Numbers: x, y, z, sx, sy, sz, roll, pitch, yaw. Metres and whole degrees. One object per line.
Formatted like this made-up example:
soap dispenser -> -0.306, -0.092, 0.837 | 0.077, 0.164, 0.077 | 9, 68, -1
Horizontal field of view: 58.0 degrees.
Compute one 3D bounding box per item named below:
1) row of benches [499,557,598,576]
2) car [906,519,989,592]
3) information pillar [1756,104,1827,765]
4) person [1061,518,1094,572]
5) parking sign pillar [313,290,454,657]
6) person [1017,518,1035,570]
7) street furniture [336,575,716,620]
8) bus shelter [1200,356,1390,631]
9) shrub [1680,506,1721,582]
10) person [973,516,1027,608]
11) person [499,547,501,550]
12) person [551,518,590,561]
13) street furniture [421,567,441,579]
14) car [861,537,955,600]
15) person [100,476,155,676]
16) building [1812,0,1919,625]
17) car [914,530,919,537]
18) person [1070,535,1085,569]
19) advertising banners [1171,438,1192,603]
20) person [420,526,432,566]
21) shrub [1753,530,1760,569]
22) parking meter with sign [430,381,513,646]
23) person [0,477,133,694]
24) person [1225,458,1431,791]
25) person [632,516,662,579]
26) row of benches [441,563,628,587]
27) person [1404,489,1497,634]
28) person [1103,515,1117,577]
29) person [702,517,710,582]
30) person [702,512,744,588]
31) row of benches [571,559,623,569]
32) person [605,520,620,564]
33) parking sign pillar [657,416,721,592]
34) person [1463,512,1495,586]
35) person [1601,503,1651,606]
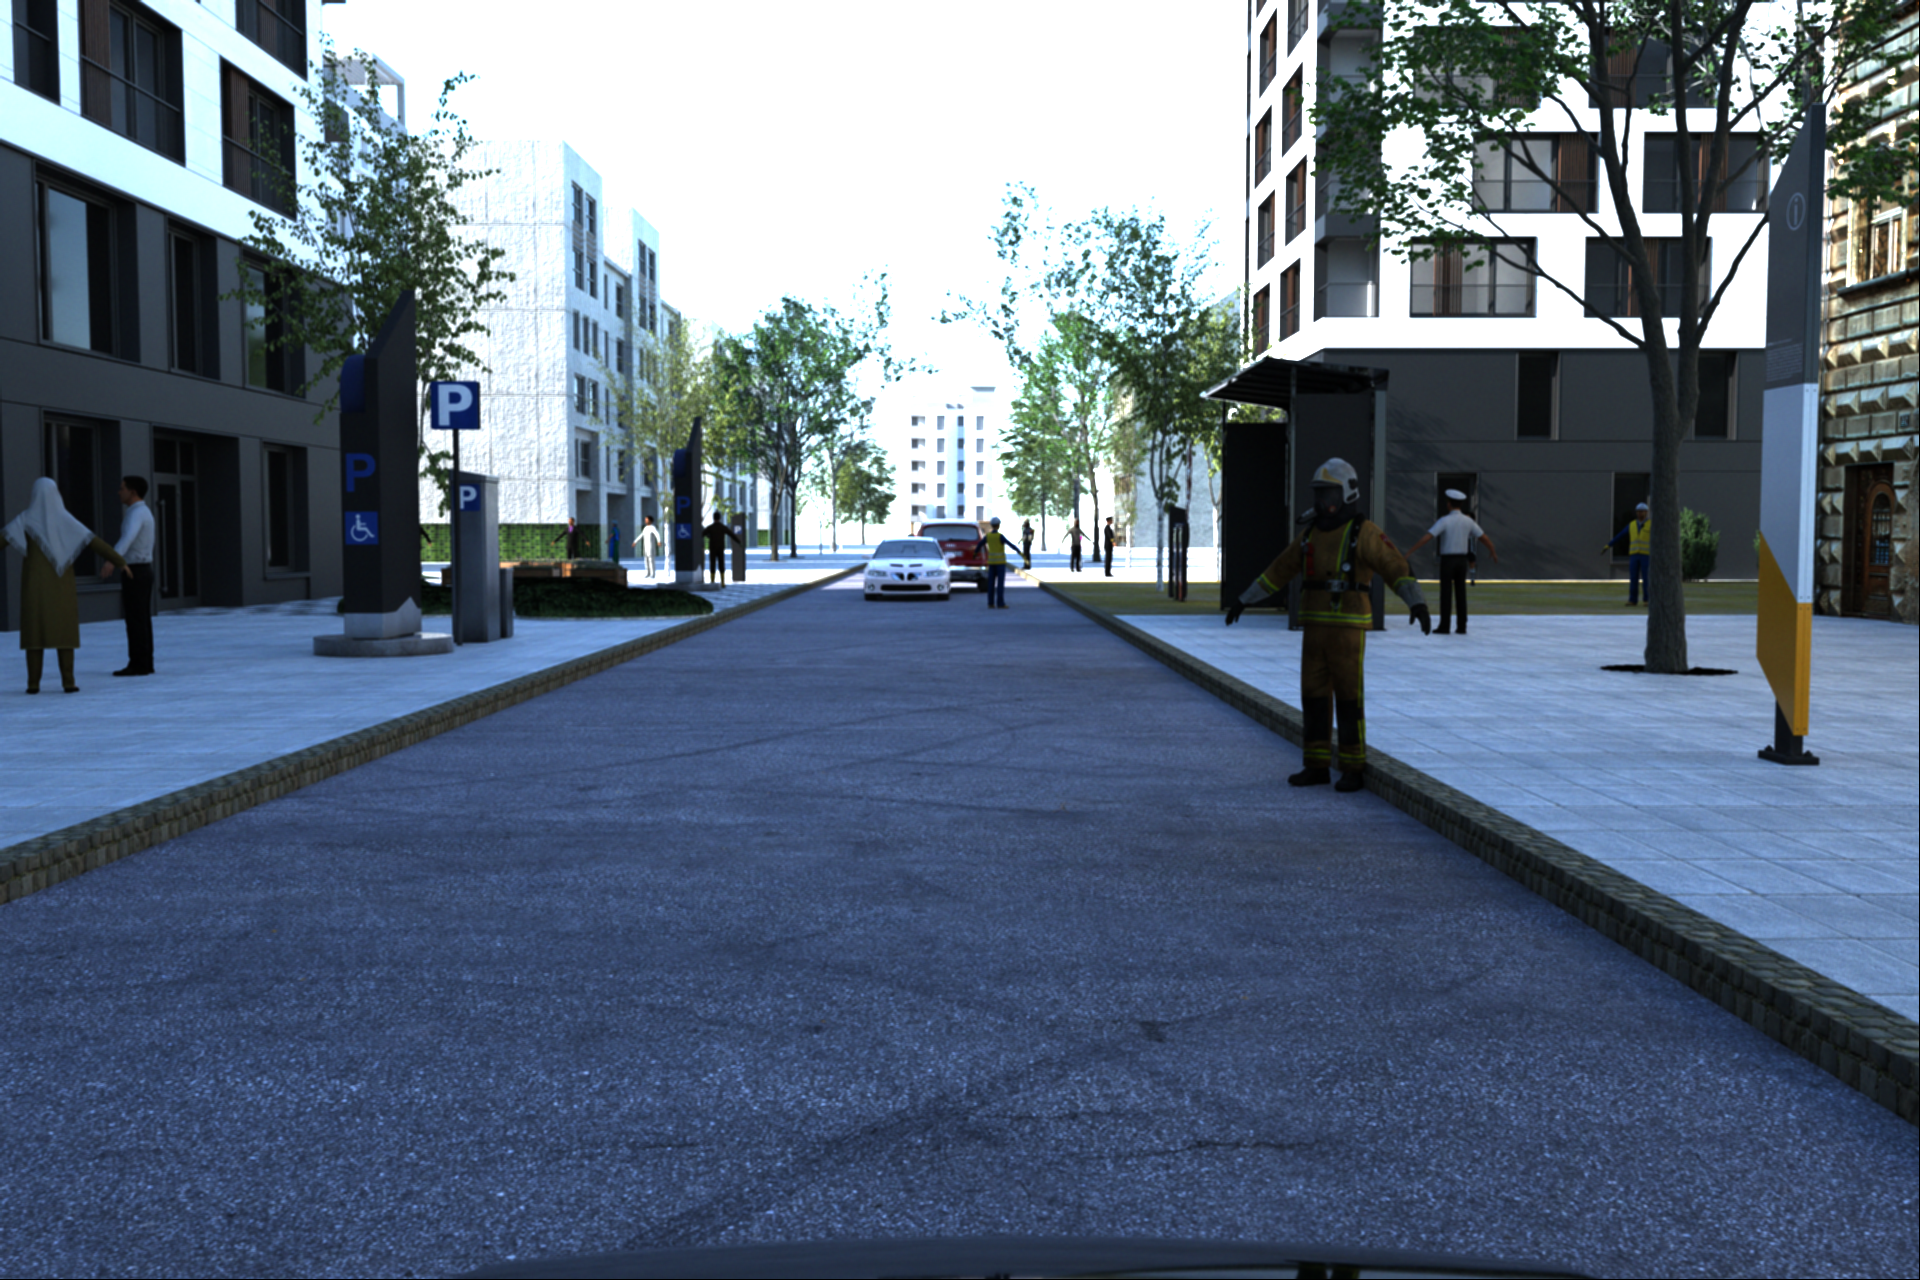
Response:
row of benches -> -10.699, -1.840, 45.544 | 4.104, 0.672, 1.422 | 3, 5, 41
car -> -0.243, -2.166, 44.091 | 2.281, 1.827, 5.304 | 0, 4, 0
information pillar -> 4.670, -1.125, 9.741 | 0.183, 3.616, 0.504 | 0, 4, 0
person -> 3.897, -3.173, 58.010 | 1.348, 1.813, 0.705 | -2, 4, -32
parking sign pillar -> -6.217, -1.842, 18.592 | 1.447, 3.967, 1.447 | 0, 3, 0
person -> 2.375, -3.452, 62.222 | 0.705, 1.856, 1.354 | -1, 4, -16
street furniture -> -7.748, -0.894, 30.239 | 5.734, 0.657, 10.072 | -1, 4, -17
bus shelter -> 4.884, -2.124, 26.015 | 1.731, 3.624, 6.357 | 0, 3, 0
shrub -> 19.453, -2.563, 46.318 | 1.690, 2.028, 1.600 | 0, 3, 0
person -> 0.746, -1.503, 33.497 | 1.216, 1.772, 0.721 | 2, 4, 34
person -> -11.753, -2.213, 42.035 | 1.347, 1.847, 0.705 | 2, 4, 25
person -> -12.263, -2.965, 54.701 | 1.346, 1.802, 0.704 | 1, 4, 16
street furniture -> -17.835, -2.205, 42.905 | 9.812, 1.723, 11.010 | -2, 4, -25
car -> -1.145, -1.625, 38.930 | 2.083, 1.381, 4.827 | 0, 3, 0
person -> -7.537, -0.589, 15.788 | 0.704, 1.810, 1.344 | -1, 4, -12
building -> 22.707, -11.426, 17.746 | 19.493, 23.208, 18.063 | 0, 4, 0
car -> -2.314, -7.109, 124.907 | 2.281, 1.827, 5.304 | 0, 3, 0
person -> 4.326, -3.330, 63.719 | 0.599, 1.433, 0.991 | -2, 4, -26
advertising banners -> 4.200, -2.239, 32.792 | 0.090, 3.025, 2.074 | 0, 4, -1
person -> -16.123, -2.752, 51.186 | 0.705, 1.806, 1.347 | 2, 4, 33
shrub -> 21.640, -2.520, 45.249 | 1.661, 2.075, 1.752 | 0, 3, 0
parking meter with sign -> -5.761, -1.492, 20.660 | 0.543, 3.016, 1.738 | 0, 4, 0
person -> -7.371, -0.443, 14.023 | 1.217, 1.736, 0.721 | -1, 4, -21
person -> 2.094, -0.094, 9.764 | 0.705, 1.858, 1.354 | -3, 5, -43
person -> -8.952, -2.670, 49.843 | 1.347, 1.806, 0.705 | 3, 5, 44
row of benches -> -9.230, -1.332, 37.234 | 4.104, 0.672, 1.422 | 0, 4, 7
person -> 6.342, -1.010, 22.307 | 1.343, 1.855, 0.704 | -1, 4, -13
person -> 4.466, -2.797, 51.658 | 0.705, 1.837, 1.347 | 0, 4, -3
person -> -6.430, -2.231, 42.755 | 0.705, 1.796, 1.348 | 2, 4, 35
person -> -5.812, -2.155, 41.370 | 1.346, 1.812, 0.704 | -1, 4, -19
row of benches -> -8.749, -1.598, 41.582 | 1.422, 0.672, 4.104 | -1, 4, -20
person -> -13.259, -3.686, 66.385 | 0.704, 1.817, 1.347 | 1, 4, 9
parking sign pillar -> -6.131, -3.095, 39.071 | 1.447, 3.967, 1.447 | 0, 4, 1
person -> 12.581, -2.249, 42.910 | 1.345, 1.843, 0.704 | 2, 4, 28
person -> 12.128, -1.523, 30.874 | 1.349, 1.833, 0.705 | 3, 5, 41
